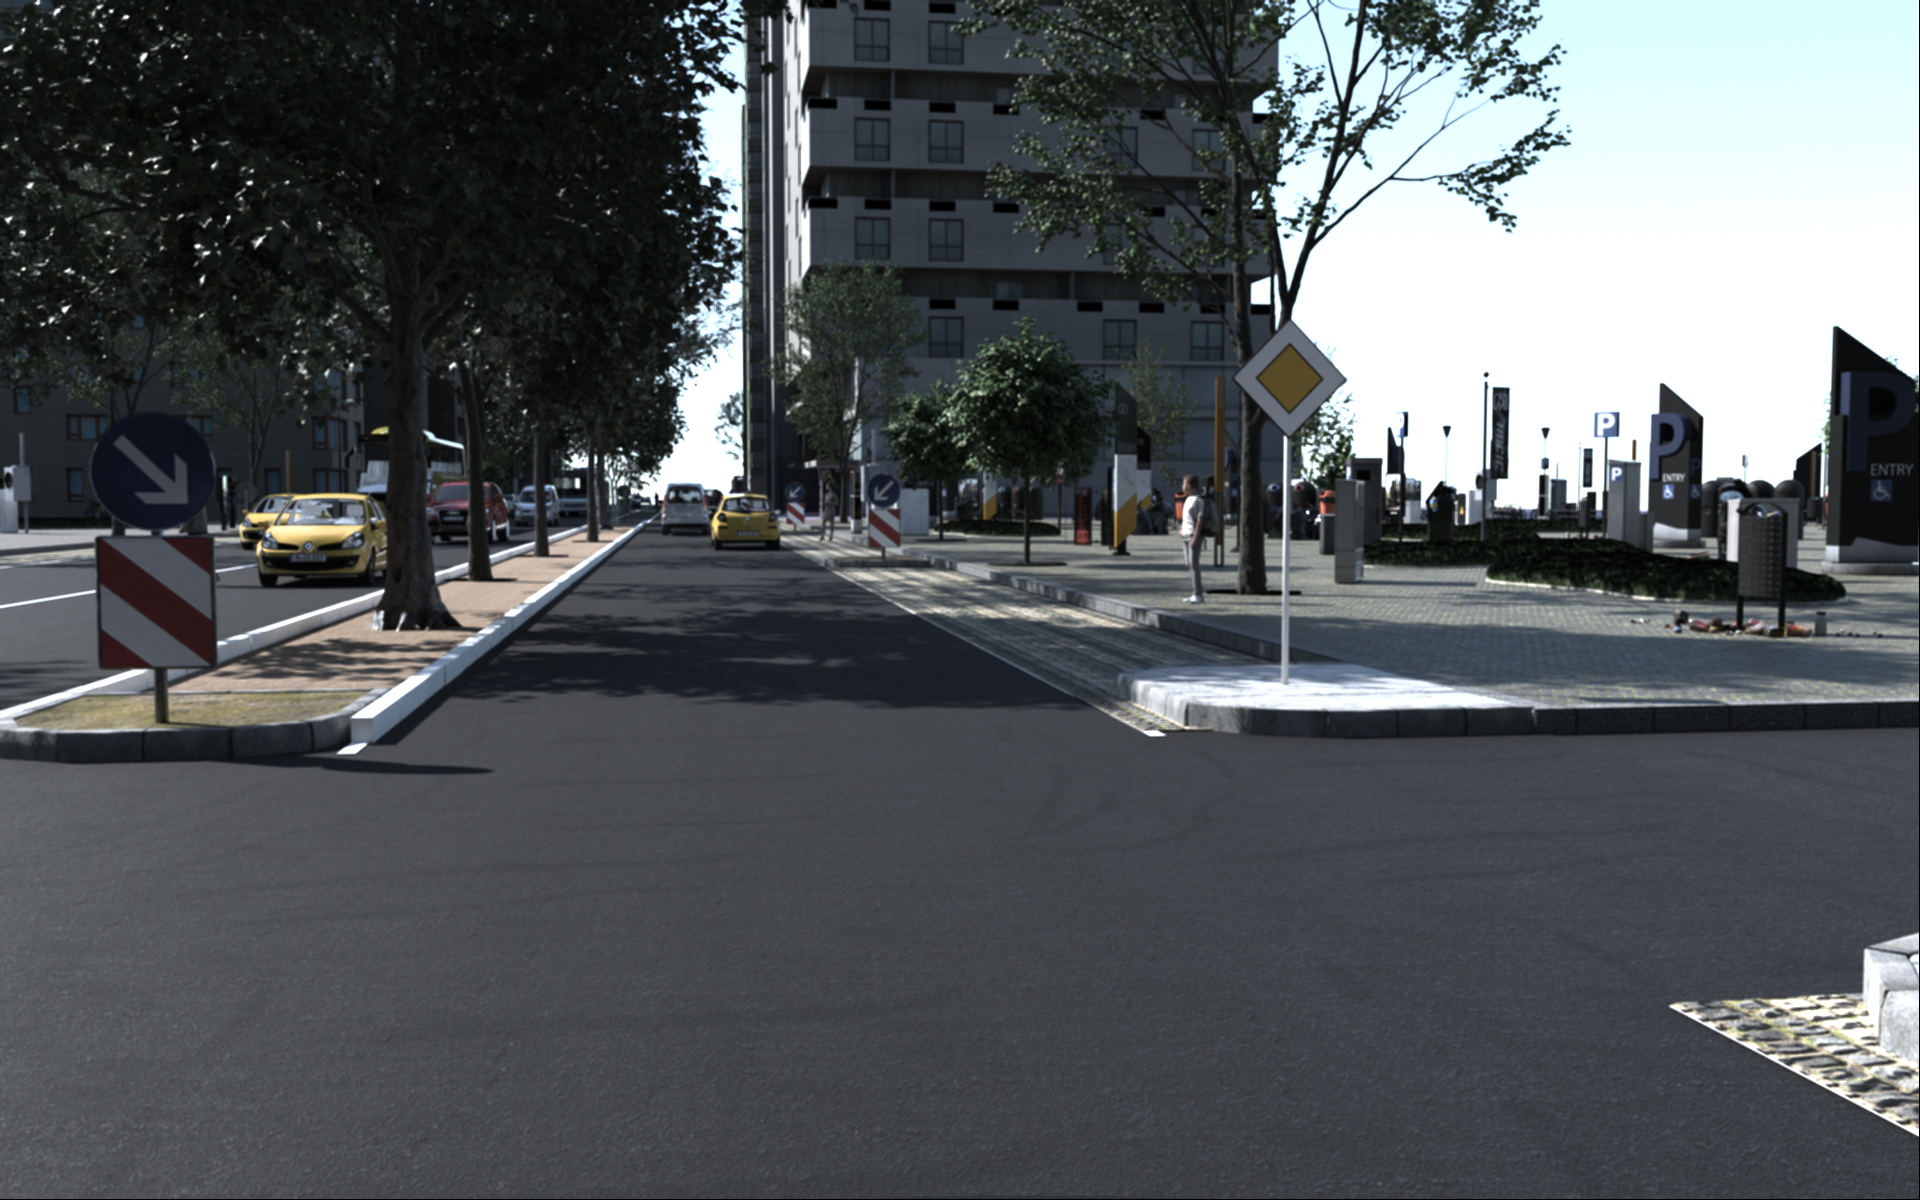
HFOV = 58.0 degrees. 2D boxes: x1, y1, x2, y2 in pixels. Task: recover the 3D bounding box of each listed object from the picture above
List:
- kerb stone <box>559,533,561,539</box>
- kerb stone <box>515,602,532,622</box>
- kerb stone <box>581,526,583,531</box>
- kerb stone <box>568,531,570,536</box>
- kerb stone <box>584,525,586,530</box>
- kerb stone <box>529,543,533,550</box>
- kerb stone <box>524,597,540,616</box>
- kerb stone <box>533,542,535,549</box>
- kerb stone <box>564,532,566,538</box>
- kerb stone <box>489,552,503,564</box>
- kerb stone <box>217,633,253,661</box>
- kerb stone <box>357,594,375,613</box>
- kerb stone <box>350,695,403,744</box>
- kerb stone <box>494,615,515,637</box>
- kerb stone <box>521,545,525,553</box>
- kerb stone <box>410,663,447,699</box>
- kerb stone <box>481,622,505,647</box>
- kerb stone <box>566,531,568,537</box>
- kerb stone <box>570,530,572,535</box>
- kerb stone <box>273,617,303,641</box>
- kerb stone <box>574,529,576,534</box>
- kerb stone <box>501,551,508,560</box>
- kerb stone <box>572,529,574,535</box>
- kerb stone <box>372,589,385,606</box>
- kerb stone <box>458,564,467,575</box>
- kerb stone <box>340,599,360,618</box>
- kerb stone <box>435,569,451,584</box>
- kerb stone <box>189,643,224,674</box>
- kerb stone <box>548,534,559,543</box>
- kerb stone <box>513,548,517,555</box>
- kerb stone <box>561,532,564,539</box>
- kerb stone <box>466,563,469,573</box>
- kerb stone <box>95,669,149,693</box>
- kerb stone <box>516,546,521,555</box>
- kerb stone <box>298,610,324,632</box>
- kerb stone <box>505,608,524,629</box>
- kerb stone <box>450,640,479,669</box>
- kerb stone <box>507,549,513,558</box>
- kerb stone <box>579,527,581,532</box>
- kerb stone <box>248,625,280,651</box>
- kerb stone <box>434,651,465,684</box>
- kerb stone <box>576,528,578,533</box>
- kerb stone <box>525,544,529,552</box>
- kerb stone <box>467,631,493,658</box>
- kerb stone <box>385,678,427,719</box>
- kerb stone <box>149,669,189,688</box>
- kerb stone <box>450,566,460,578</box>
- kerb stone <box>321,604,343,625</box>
[{"bbox_3d":[-12.515,-1.922,53.625,0.120,0.150,1.000,-1,4,-9],"label":"kerb stone"},{"bbox_3d":[-4.962,0.162,19.545,0.120,0.150,1.000,-1,4,-9],"label":"kerb stone"},{"bbox_3d":[-14.281,-2.602,64.757,0.120,0.150,1.000,-1,4,-9],"label":"kerb stone"},{"bbox_3d":[-13.163,-2.170,57.679,0.120,0.150,1.000,-1,4,-9],"label":"kerb stone"},{"bbox_3d":[-14.599,-2.727,66.791,0.120,0.150,1.000,-1,4,-9],"label":"kerb stone"},{"bbox_3d":[-10.902,-1.303,43.495,0.120,0.150,1.000,-1,4,-9],"label":"kerb stone"},{"bbox_3d":[-5.122,0.103,20.555,0.120,0.150,1.000,-1,4,-9],"label":"kerb stone"},{"bbox_3d":[-11.064,-1.364,44.504,0.120,0.150,1.000,-1,4,-9],"label":"kerb stone"},{"bbox_3d":[-12.837,-2.046,55.649,0.120,0.150,1.000,-1,4,-9],"label":"kerb stone"},{"bbox_3d":[-9.780,-0.864,36.423,0.120,0.150,1.000,-1,4,-9],"label":"kerb stone"},{"bbox_3d":[-6.397,0.430,15.160,0.120,0.150,1.000,-1,4,-9],"label":"kerb stone"},{"bbox_3d":[-7.356,0.064,21.238,0.120,0.150,1.000,-1,4,-9],"label":"kerb stone"},{"bbox_3d":[-3.511,0.720,10.430,0.120,0.150,1.000,-1,4,-9],"label":"kerb stone"},{"bbox_3d":[-4.641,0.286,17.521,0.120,0.150,1.000,-1,4,-9],"label":"kerb stone"},{"bbox_3d":[-10.574,-1.179,41.476,0.120,0.150,1.000,-1,4,-9],"label":"kerb stone"},{"bbox_3d":[-3.837,0.596,12.453,0.120,0.150,1.000,-1,4,-9],"label":"kerb stone"},{"bbox_3d":[-4.477,0.349,16.507,0.120,0.150,1.000,-1,4,-9],"label":"kerb stone"},{"bbox_3d":[-12.997,-2.107,56.663,0.120,0.150,1.000,-1,4,-9],"label":"kerb stone"},{"bbox_3d":[-13.316,-2.232,58.689,0.120,0.150,1.000,-1,4,-9],"label":"kerb stone"},{"bbox_3d":[-6.717,0.306,17.189,0.120,0.150,1.000,-1,4,-9],"label":"kerb stone"},{"bbox_3d":[-13.643,-2.350,60.713,0.120,0.150,1.000,-1,4,-9],"label":"kerb stone"},{"bbox_3d":[-9.937,-0.929,37.433,0.120,0.150,1.000,-1,4,-9],"label":"kerb stone"},{"bbox_3d":[-13.484,-2.294,59.703,0.120,0.150,1.000,-1,4,-9],"label":"kerb stone"},{"bbox_3d":[-7.512,-0.004,22.254,0.120,0.150,1.000,-1,4,-9],"label":"kerb stone"},{"bbox_3d":[-8.811,-0.498,30.341,0.120,0.150,1.000,-1,4,-9],"label":"kerb stone"},{"bbox_3d":[-7.194,0.121,20.219,0.120,0.150,1.000,-1,4,-9],"label":"kerb stone"},{"bbox_3d":[-8.492,-0.374,28.317,0.120,0.150,1.000,-1,4,-9],"label":"kerb stone"},{"bbox_3d":[-6.228,0.493,14.142,0.120,0.150,1.000,-1,4,-9],"label":"kerb stone"},{"bbox_3d":[-12.344,-1.858,52.612,0.120,0.150,1.000,-1,4,-9],"label":"kerb stone"},{"bbox_3d":[-10.254,-1.056,39.457,0.120,0.150,1.000,-1,4,-9],"label":"kerb stone"},{"bbox_3d":[-12.679,-1.984,54.640,0.120,0.150,1.000,-1,4,-9],"label":"kerb stone"},{"bbox_3d":[-8.971,-0.557,31.351,0.120,0.150,1.000,-1,4,-9],"label":"kerb stone"},{"bbox_3d":[-5.908,0.626,12.115,0.120,0.150,1.000,-1,4,-9],"label":"kerb stone"},{"bbox_3d":[-10.421,-1.115,40.466,0.120,0.150,1.000,-1,4,-9],"label":"kerb stone"},{"bbox_3d":[-6.877,0.244,18.199,0.120,0.150,1.000,-1,4,-9],"label":"kerb stone"},{"bbox_3d":[-4.800,0.224,18.536,0.120,0.150,1.000,-1,4,-9],"label":"kerb stone"},{"bbox_3d":[-4.161,0.472,14.476,0.120,0.150,1.000,-1,4,-9],"label":"kerb stone"},{"bbox_3d":[-10.102,-0.994,38.447,0.120,0.150,1.000,-1,4,-9],"label":"kerb stone"},{"bbox_3d":[-14.123,-2.541,63.747,0.120,0.150,1.000,-1,4,-9],"label":"kerb stone"},{"bbox_3d":[-6.555,0.368,16.180,0.120,0.150,1.000,-1,4,-9],"label":"kerb stone"},{"bbox_3d":[-3.991,0.536,13.464,0.120,0.150,1.000,-1,4,-9],"label":"kerb stone"},{"bbox_3d":[-13.802,-2.416,61.722,0.120,0.150,1.000,-1,4,-9],"label":"kerb stone"},{"bbox_3d":[-10.738,-1.241,42.485,0.120,0.150,1.000,-1,4,-9],"label":"kerb stone"},{"bbox_3d":[-4.321,0.413,15.488,0.120,0.150,1.000,-1,4,-9],"label":"kerb stone"},{"bbox_3d":[-3.673,0.658,11.439,0.120,0.150,1.000,-1,4,-9],"label":"kerb stone"},{"bbox_3d":[-6.070,0.557,13.131,0.120,0.150,1.000,-1,4,-9],"label":"kerb stone"},{"bbox_3d":[-8.643,-0.431,29.328,0.120,0.150,1.000,-1,4,-9],"label":"kerb stone"},{"bbox_3d":[-7.033,0.183,19.209,0.120,0.150,1.000,-1,4,-9],"label":"kerb stone"}]
